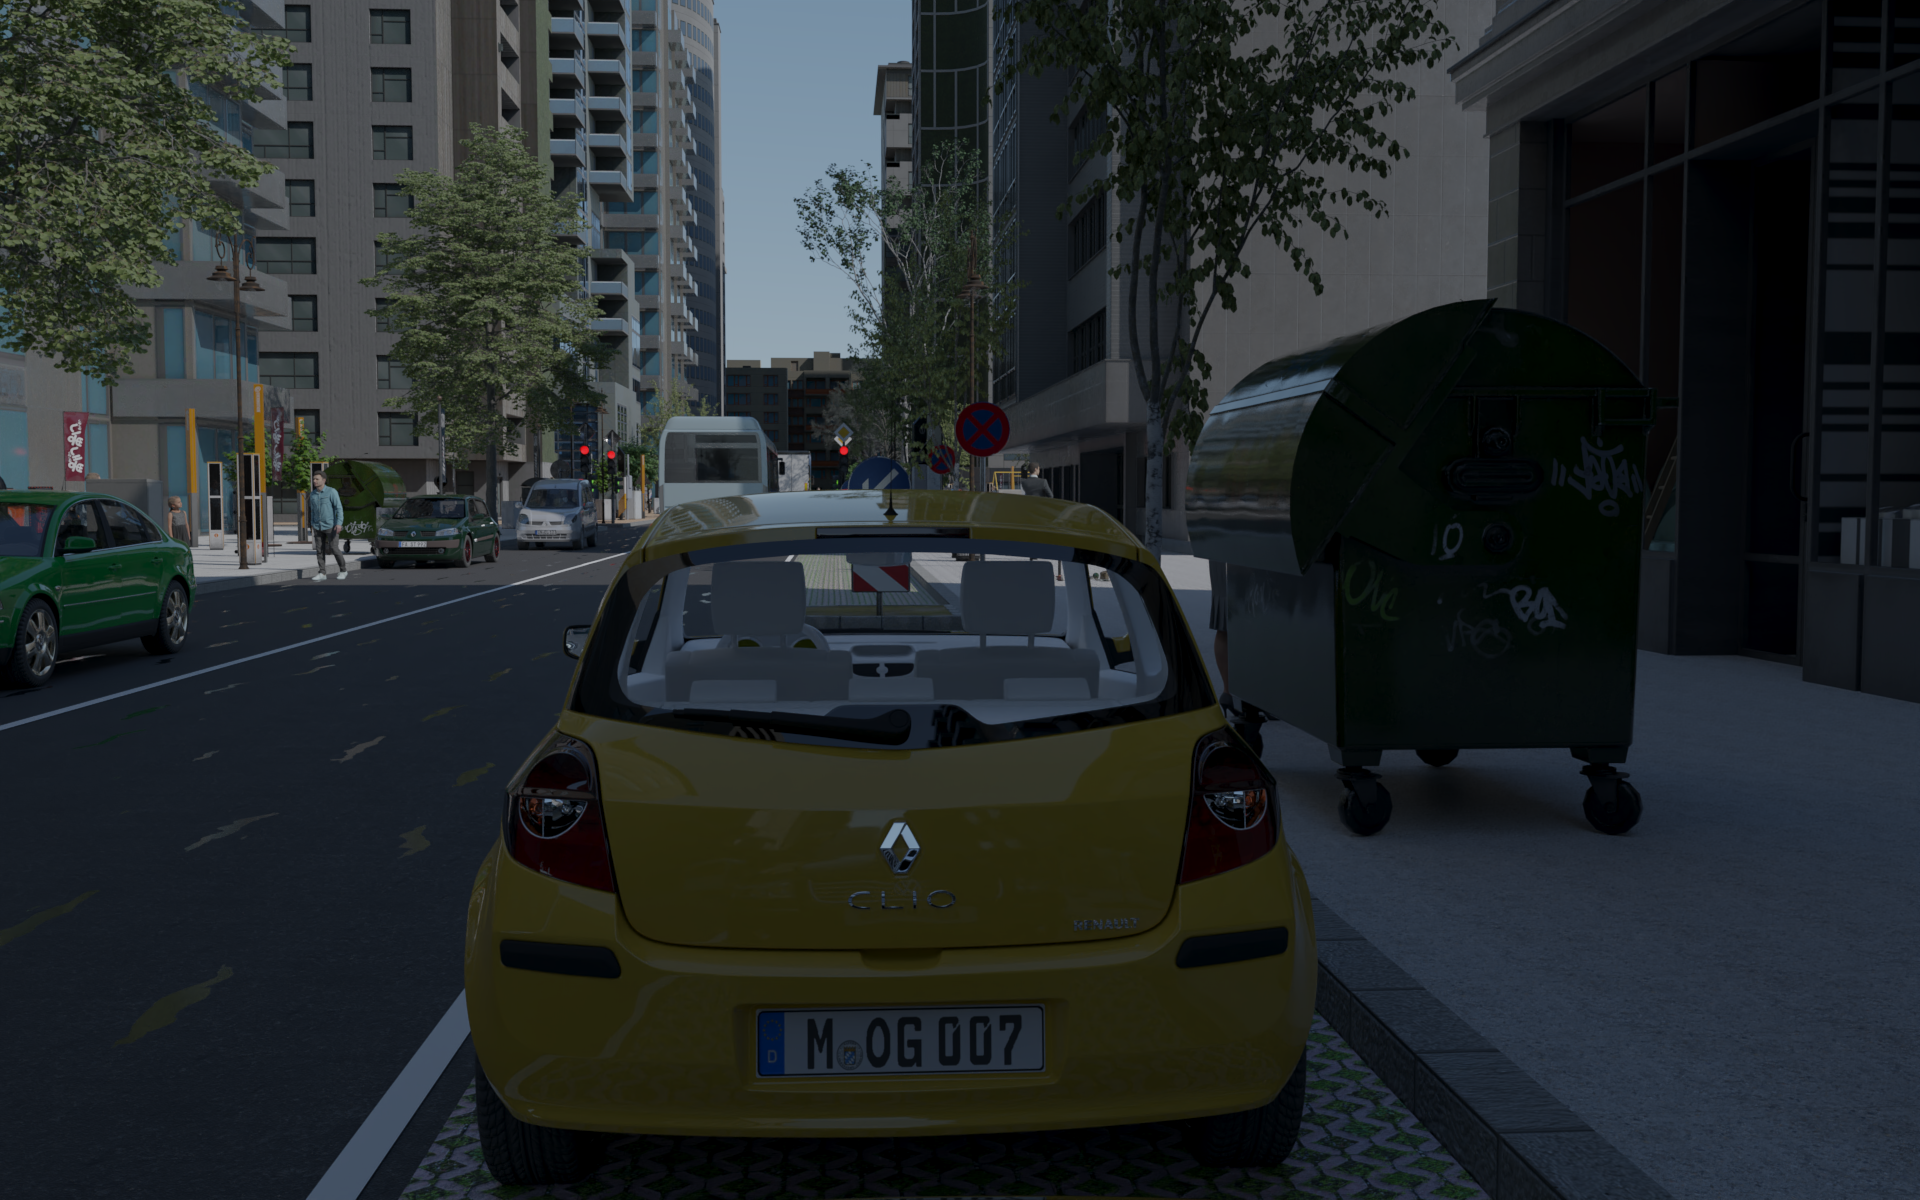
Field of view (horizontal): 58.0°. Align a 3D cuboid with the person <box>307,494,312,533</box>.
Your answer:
[{"bbox_3d":[-21.174,-3.096,56.850,0.473,1.802,0.592,1,4,23],"label":"person"}]

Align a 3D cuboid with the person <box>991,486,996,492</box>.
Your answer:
[{"bbox_3d":[2.067,-5.945,103.661,0.534,1.772,0.576,1,4,12],"label":"person"}]

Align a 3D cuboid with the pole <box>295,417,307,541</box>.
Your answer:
[{"bbox_3d":[-17.550,-3.197,46.115,0.158,3.312,0.155,0,3,0],"label":"pole"}]

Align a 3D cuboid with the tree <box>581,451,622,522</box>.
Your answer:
[{"bbox_3d":[-16.057,-5.133,78.525,1.663,3.219,1.824,0,3,0],"label":"tree"}]

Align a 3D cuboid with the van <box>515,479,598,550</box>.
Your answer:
[{"bbox_3d":[-10.610,-2.367,45.718,2.013,2.044,4.112,0,4,-4],"label":"van"}]

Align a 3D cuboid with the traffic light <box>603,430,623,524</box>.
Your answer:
[{"bbox_3d":[-15.080,-5.280,75.249,0.839,4.253,0.868,0,4,-4],"label":"traffic light"}]

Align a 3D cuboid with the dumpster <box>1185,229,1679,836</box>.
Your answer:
[{"bbox_3d":[1.872,-0.291,7.246,1.502,2.255,1.985,0,4,-4],"label":"dumpster"}]

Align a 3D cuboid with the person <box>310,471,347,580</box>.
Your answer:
[{"bbox_3d":[-10.589,-1.256,29.059,0.660,1.820,0.620,1,4,15],"label":"person"}]

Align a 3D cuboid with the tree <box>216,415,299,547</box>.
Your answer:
[{"bbox_3d":[-17.255,-2.912,42.206,1.663,3.219,1.824,0,3,0],"label":"tree"}]

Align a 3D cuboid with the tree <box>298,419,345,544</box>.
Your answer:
[{"bbox_3d":[-17.039,-3.070,44.788,1.663,3.219,1.824,0,3,0],"label":"tree"}]

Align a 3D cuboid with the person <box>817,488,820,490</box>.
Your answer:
[{"bbox_3d":[-8.905,-6.209,109.879,0.748,1.841,0.638,-1,4,-14],"label":"person"}]

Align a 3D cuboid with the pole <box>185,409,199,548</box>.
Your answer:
[{"bbox_3d":[-18.386,-2.912,41.447,0.158,3.312,0.155,0,3,0],"label":"pole"}]

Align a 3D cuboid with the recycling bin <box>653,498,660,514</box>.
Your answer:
[{"bbox_3d":[-19.185,-5.987,110.449,0.722,1.027,0.722,-1,4,-15],"label":"recycling bin"}]

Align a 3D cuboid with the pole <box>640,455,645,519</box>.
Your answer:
[{"bbox_3d":[-16.486,-5.880,89.989,0.158,3.312,0.155,0,3,0],"label":"pole"}]

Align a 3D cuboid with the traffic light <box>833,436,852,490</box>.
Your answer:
[{"bbox_3d":[-5.145,-5.324,75.974,0.839,4.253,0.868,0,4,-4],"label":"traffic light"}]

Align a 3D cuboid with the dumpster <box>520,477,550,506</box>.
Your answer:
[{"bbox_3d":[-14.663,-3.359,60.670,1.264,1.857,1.865,0,4,-4],"label":"dumpster"}]

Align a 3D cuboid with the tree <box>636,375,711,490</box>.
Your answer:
[{"bbox_3d":[-18.033,-9.556,106.595,4.737,8.622,4.395,0,3,0],"label":"tree"}]

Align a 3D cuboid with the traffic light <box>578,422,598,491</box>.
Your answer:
[{"bbox_3d":[-14.509,-4.793,67.285,0.839,4.253,0.868,0,4,-4],"label":"traffic light"}]

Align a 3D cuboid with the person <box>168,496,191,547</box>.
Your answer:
[{"bbox_3d":[-12.511,-1.042,27.743,0.373,1.253,0.362,2,4,35],"label":"person"}]

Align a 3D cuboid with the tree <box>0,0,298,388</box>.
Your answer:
[{"bbox_3d":[-11.799,-6.272,20.675,7.486,12.596,7.792,0,3,0],"label":"tree"}]

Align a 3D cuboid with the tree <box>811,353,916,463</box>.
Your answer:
[{"bbox_3d":[-7.736,-14.551,148.285,12.009,13.543,11.850,0,3,0],"label":"tree"}]

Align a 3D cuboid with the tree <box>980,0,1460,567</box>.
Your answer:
[{"bbox_3d":[1.838,-3.898,14.100,4.737,8.622,4.395,0,3,0],"label":"tree"}]

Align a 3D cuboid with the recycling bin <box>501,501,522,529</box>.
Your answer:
[{"bbox_3d":[-16.393,-3.134,63.797,0.722,1.027,0.722,3,4,36],"label":"recycling bin"}]

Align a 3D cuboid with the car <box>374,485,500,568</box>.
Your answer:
[{"bbox_3d":[-10.473,-1.533,34.856,2.009,1.686,4.222,0,4,-3],"label":"car"}]

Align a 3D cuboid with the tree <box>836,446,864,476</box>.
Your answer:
[{"bbox_3d":[-13.893,-16.771,224.574,4.360,8.622,3.978,0,3,0],"label":"tree"}]

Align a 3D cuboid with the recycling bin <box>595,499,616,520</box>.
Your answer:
[{"bbox_3d":[-17.387,-4.428,84.958,0.722,1.027,0.722,3,5,41],"label":"recycling bin"}]

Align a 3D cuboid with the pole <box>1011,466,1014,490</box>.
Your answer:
[{"bbox_3d":[3.841,-8.168,127.383,0.158,3.312,0.155,0,3,0],"label":"pole"}]

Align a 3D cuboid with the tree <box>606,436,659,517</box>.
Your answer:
[{"bbox_3d":[-18.317,-6.919,96.841,4.285,4.588,4.351,0,3,0],"label":"tree"}]

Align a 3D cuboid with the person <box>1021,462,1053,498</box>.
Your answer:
[{"bbox_3d":[1.520,-1.743,33.904,0.648,1.900,0.474,0,4,5],"label":"person"}]

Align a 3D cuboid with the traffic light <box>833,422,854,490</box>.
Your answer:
[{"bbox_3d":[-4.575,-4.837,68.010,0.839,4.253,0.868,0,4,-4],"label":"traffic light"}]

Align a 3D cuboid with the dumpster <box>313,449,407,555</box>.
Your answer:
[{"bbox_3d":[-12.832,-2.113,37.038,1.502,2.255,1.985,0,4,-4],"label":"dumpster"}]

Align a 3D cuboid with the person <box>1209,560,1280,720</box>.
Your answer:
[{"bbox_3d":[1.738,-0.212,9.875,0.532,1.782,0.716,-2,4,-32],"label":"person"}]

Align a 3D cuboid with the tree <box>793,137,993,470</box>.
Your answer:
[{"bbox_3d":[-1.419,-14.343,90.399,12.611,20.169,13.585,0,3,0],"label":"tree"}]

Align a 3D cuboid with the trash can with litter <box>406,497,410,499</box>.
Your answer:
[{"bbox_3d":[-20.817,-3.368,66.454,1.055,1.170,0.624,1,4,14],"label":"trash can with litter"}]

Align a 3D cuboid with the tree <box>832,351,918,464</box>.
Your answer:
[{"bbox_3d":[-4.951,-10.944,113.352,7.601,10.594,8.767,0,4,-2],"label":"tree"}]

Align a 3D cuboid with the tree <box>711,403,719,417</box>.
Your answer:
[{"bbox_3d":[-19.619,-10.959,129.546,4.737,8.622,4.395,0,3,0],"label":"tree"}]

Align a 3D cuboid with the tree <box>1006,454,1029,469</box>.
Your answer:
[{"bbox_3d":[4.449,-9.569,106.820,4.360,8.622,3.978,0,3,0],"label":"tree"}]

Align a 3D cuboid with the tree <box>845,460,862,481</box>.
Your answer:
[{"bbox_3d":[-9.199,-10.854,161.178,4.285,4.588,4.351,0,3,0],"label":"tree"}]

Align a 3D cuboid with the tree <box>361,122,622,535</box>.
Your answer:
[{"bbox_3d":[-14.334,-8.258,53.142,7.486,12.596,7.792,0,3,0],"label":"tree"}]

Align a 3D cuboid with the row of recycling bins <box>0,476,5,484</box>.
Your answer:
[{"bbox_3d":[-14.574,-1.037,24.063,3.534,1.692,1.069,2,4,26],"label":"row of recycling bins"}]

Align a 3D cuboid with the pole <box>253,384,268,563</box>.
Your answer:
[{"bbox_3d":[-13.030,-2.350,32.260,0.158,3.312,0.155,0,3,0],"label":"pole"}]

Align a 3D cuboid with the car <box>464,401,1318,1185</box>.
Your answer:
[{"bbox_3d":[-0.231,0.316,5.064,2.015,1.641,3.980,0,4,-4],"label":"car"}]

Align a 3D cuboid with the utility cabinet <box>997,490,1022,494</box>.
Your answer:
[{"bbox_3d":[2.462,-4.736,86.110,1.173,1.500,0.318,-1,4,-16],"label":"utility cabinet"}]

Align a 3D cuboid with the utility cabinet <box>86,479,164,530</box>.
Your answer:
[{"bbox_3d":[-12.203,-1.019,25.345,1.173,1.500,0.318,1,4,21],"label":"utility cabinet"}]

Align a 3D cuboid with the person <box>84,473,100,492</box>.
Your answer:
[{"bbox_3d":[-13.105,-1.121,26.184,0.589,1.601,0.330,3,5,42],"label":"person"}]

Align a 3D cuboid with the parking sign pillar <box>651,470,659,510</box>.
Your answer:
[{"bbox_3d":[-24.256,-9.262,139.904,1.447,3.967,1.447,0,4,6],"label":"parking sign pillar"}]

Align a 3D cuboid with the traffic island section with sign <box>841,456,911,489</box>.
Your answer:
[{"bbox_3d":[-1.001,-0.630,18.935,1.989,1.847,2.006,0,4,-4],"label":"traffic island section with sign"}]

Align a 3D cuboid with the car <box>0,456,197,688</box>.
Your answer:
[{"bbox_3d":[-7.803,-0.326,14.131,1.959,1.807,4.718,0,4,-5],"label":"car"}]

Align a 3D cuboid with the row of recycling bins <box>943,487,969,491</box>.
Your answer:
[{"bbox_3d":[-0.493,-6.043,105.923,1.069,1.692,3.534,2,4,29],"label":"row of recycling bins"}]

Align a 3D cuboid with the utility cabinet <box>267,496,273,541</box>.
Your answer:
[{"bbox_3d":[-19.265,-2.249,47.934,0.306,1.237,1.020,-2,4,-31],"label":"utility cabinet"}]

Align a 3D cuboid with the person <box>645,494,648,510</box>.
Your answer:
[{"bbox_3d":[-25.040,-7.837,138.454,0.475,1.303,0.640,-2,4,-33],"label":"person"}]
